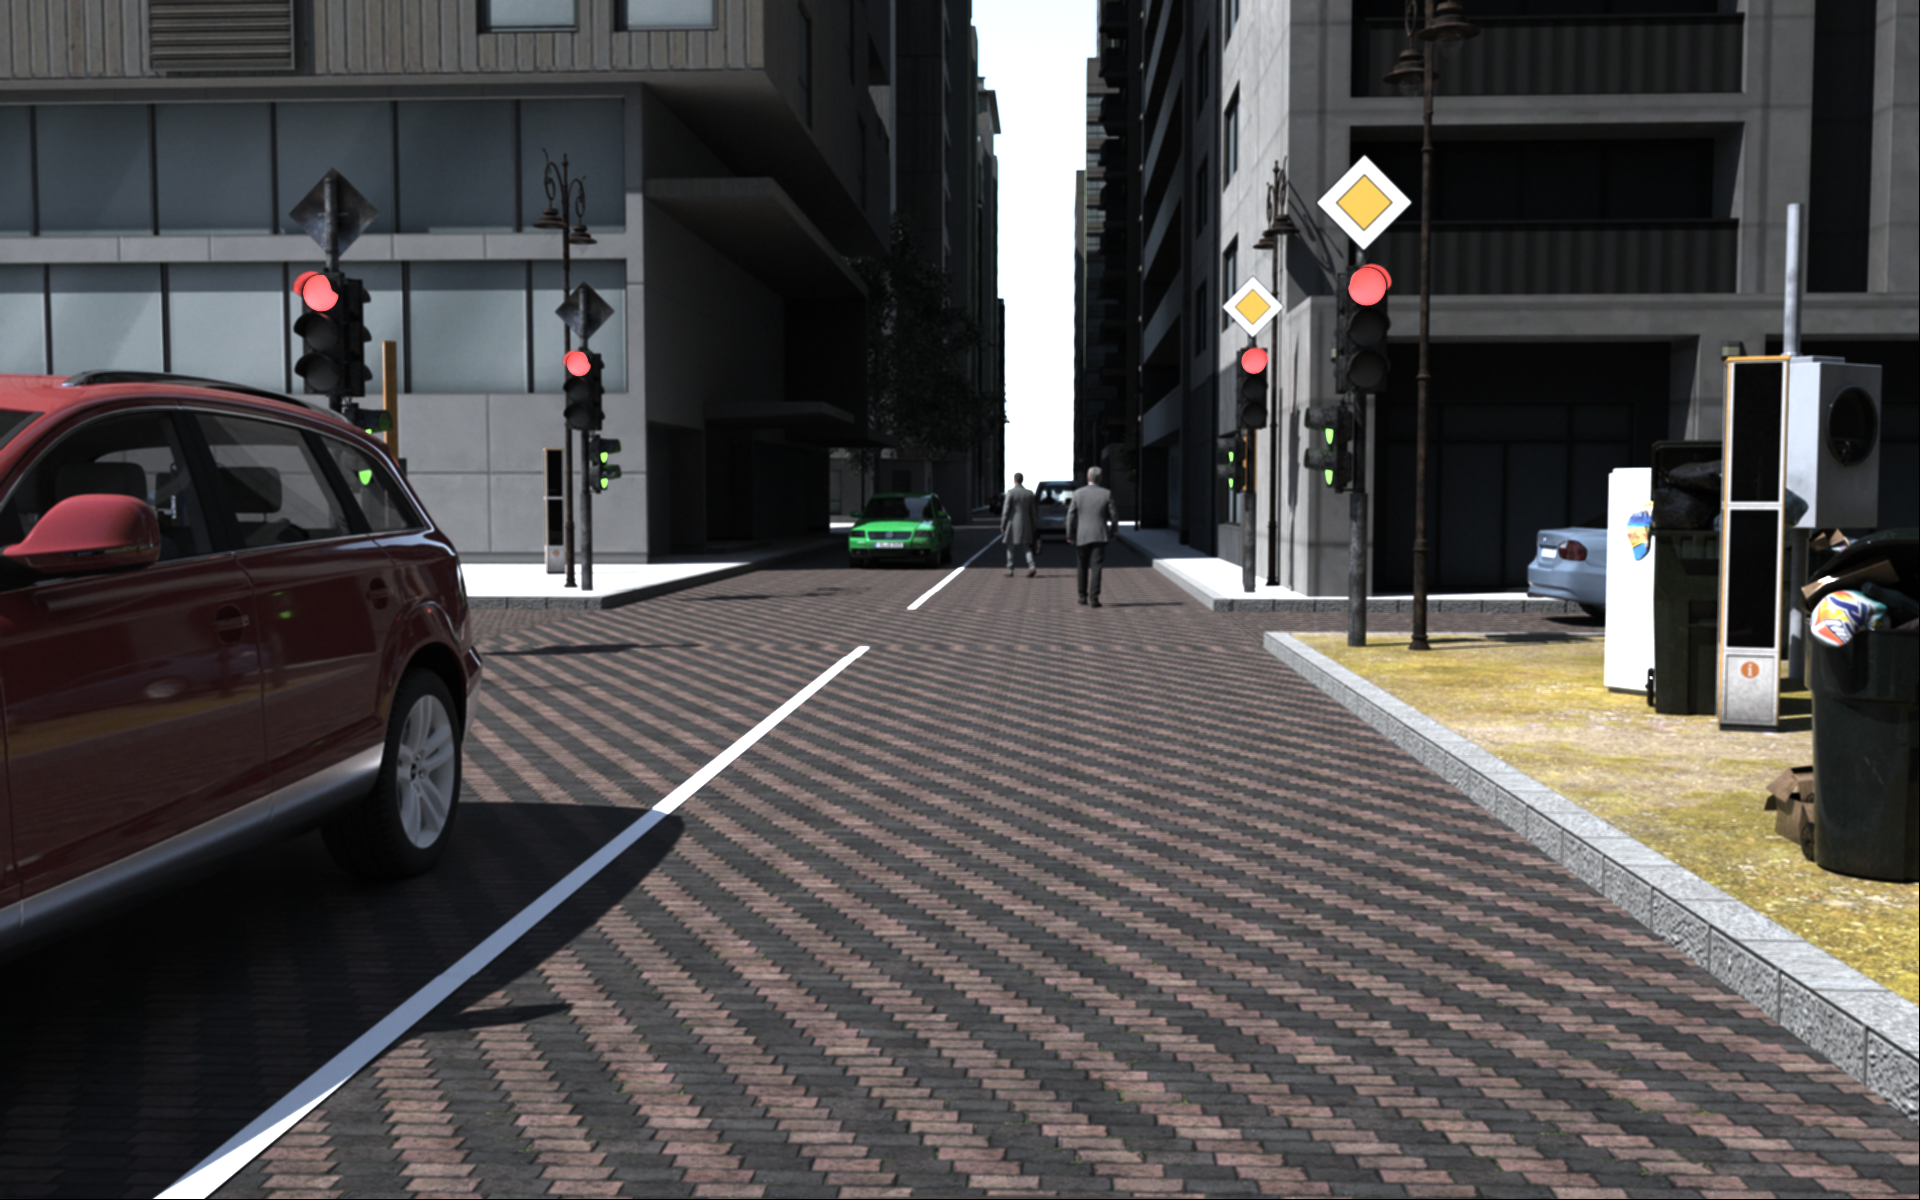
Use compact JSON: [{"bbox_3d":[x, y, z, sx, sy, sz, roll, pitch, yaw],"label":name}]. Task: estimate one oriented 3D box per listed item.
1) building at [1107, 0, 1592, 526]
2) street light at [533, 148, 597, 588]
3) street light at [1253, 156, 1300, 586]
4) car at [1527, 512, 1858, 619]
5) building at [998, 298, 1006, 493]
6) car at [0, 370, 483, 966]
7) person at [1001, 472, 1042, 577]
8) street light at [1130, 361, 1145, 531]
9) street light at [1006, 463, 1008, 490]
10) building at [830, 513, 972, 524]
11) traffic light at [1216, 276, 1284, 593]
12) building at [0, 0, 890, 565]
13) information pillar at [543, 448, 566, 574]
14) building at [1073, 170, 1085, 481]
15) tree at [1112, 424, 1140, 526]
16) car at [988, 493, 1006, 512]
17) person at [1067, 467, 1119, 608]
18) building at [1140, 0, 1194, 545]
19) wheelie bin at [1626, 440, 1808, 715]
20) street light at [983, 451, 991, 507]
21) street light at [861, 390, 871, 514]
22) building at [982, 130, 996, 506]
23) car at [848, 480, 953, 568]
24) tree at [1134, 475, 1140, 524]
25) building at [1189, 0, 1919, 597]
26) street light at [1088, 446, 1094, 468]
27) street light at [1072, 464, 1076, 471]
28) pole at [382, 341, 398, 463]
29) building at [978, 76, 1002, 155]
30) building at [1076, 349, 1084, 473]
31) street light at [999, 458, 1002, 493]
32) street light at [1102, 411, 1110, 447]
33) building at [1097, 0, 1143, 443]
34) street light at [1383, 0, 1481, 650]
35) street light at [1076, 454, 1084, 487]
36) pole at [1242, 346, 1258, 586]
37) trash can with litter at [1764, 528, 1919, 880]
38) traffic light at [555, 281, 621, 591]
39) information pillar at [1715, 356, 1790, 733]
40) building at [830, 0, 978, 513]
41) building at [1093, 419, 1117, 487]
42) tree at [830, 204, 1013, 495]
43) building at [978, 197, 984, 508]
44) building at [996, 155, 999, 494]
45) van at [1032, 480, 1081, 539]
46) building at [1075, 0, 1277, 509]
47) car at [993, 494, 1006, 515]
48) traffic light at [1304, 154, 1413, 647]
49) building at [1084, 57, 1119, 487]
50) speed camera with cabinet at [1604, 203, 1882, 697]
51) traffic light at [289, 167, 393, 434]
[{"bbox_3d":[17.655,-39.577,85.335,20.563,71.187,20.611,0,4,3],"label":"building"},{"bbox_3d":[-5.355,-3.111,23.655,0.468,5.910,1.993,0,4,3],"label":"street light"},{"bbox_3d":[4.382,-3.142,24.152,0.468,5.910,1.993,0,4,3],"label":"street light"},{"bbox_3d":[8.670,-0.439,19.182,4.499,1.417,2.014,0,4,3],"label":"car"},{"bbox_3d":[-0.762,-28.994,245.752,14.160,30.474,14.107,0,4,3],"label":"building"},{"bbox_3d":[-3.105,0.219,5.093,2.281,1.827,5.304,0,4,4],"label":"car"},{"bbox_3d":[1.022,-1.299,29.847,0.694,1.812,0.767,-2,4,-26],"label":"person"},{"bbox_3d":[6.171,-5.355,60.340,0.468,5.910,1.993,0,4,3],"label":"street light"},{"bbox_3d":[7.009,-17.330,256.126,0.468,5.910,1.993,0,4,3],"label":"street light"},{"bbox_3d":[-6.749,-24.308,81.031,14.154,41.232,14.086,0,4,3],"label":"building"},{"bbox_3d":[3.756,-2.052,22.471,0.839,4.253,0.868,0,4,3],"label":"traffic light"},{"bbox_3d":[-16.098,-27.734,42.685,28.713,52.752,27.495,0,4,3],"label":"building"},{"bbox_3d":[-6.513,-1.427,27.820,0.304,2.012,0.304,-1,4,-19],"label":"information pillar"},{"bbox_3d":[26.823,-37.998,244.972,21.300,48.544,21.600,0,4,3],"label":"building"},{"bbox_3d":[7.721,-5.216,69.003,4.285,4.588,4.351,0,3,0],"label":"tree"},{"bbox_3d":[3.304,-7.889,138.027,2.155,1.783,4.494,0,4,4],"label":"car"},{"bbox_3d":[1.694,-0.813,22.190,0.661,1.777,0.834,0,4,2],"label":"person"},{"bbox_3d":[16.786,-26.206,52.176,21.300,48.544,21.600,0,4,3],"label":"building"},{"bbox_3d":[4.420,-0.137,10.153,0.980,1.594,0.693,1,4,22],"label":"wheelie bin"},{"bbox_3d":[2.594,-12.238,172.872,0.468,5.910,1.993,0,4,3],"label":"street light"},{"bbox_3d":[-3.363,-5.329,59.916,0.468,5.910,1.993,0,4,3],"label":"street light"},{"bbox_3d":[-3.662,-30.922,189.174,14.154,41.232,14.086,0,4,3],"label":"building"},{"bbox_3d":[-1.155,-1.597,34.905,1.959,1.807,4.718,0,4,5],"label":"car"},{"bbox_3d":[8.167,-4.816,73.348,1.663,3.219,1.824,0,3,0],"label":"tree"},{"bbox_3d":[15.156,-36.133,29.023,20.611,71.187,20.563,0,4,3],"label":"building"},{"bbox_3d":[10.260,-9.970,135.789,0.468,5.910,1.993,0,4,3],"label":"street light"},{"bbox_3d":[14.750,-15.135,220.239,0.468,5.910,1.993,0,4,3],"label":"street light"},{"bbox_3d":[-7.620,-1.797,23.216,0.158,3.312,0.155,0,3,0],"label":"pole"},{"bbox_3d":[-9.333,-38.830,224.101,28.713,52.752,27.495,0,4,3],"label":"building"},{"bbox_3d":[28.791,-22.958,220.394,27.650,21.520,28.899,0,4,3],"label":"building"},{"bbox_3d":[5.142,-15.096,219.610,0.468,5.910,1.993,0,4,3],"label":"street light"},{"bbox_3d":[8.387,-7.745,99.418,0.468,5.910,1.993,0,4,3],"label":"street light"},{"bbox_3d":[20.225,-28.014,112.648,22.147,44.769,28.867,0,4,3],"label":"building"},{"bbox_3d":[3.790,-2.527,14.108,0.468,5.910,1.993,0,4,3],"label":"street light"},{"bbox_3d":[12.826,-12.922,184.058,0.468,5.910,1.993,0,4,3],"label":"street light"},{"bbox_3d":[4.009,-1.841,23.942,0.158,3.312,0.155,0,3,0],"label":"pole"},{"bbox_3d":[3.130,0.323,6.108,0.624,1.170,1.055,0,4,5],"label":"trash can with litter"},{"bbox_3d":[-4.944,-2.079,22.918,0.839,4.253,0.868,0,4,3],"label":"traffic light"},{"bbox_3d":[4.302,-0.301,9.413,0.304,2.012,0.304,1,4,20],"label":"information pillar"},{"bbox_3d":[-5.754,-28.348,147.087,14.154,41.232,14.086,0,4,3],"label":"building"},{"bbox_3d":[22.579,-50.692,141.478,22.319,86.520,31.000,0,4,3],"label":"building"},{"bbox_3d":[-3.180,-9.211,67.607,9.611,12.733,9.660,0,3,0],"label":"tree"},{"bbox_3d":[-5.046,-23.879,162.122,14.160,30.474,14.107,0,4,3],"label":"building"},{"bbox_3d":[-2.735,-31.788,203.321,14.154,41.232,14.086,0,4,3],"label":"building"},{"bbox_3d":[3.016,-2.808,52.922,2.013,2.044,4.112,0,4,3],"label":"van"},{"bbox_3d":[23.422,-46.249,194.420,20.563,71.187,20.611,0,4,3],"label":"building"},{"bbox_3d":[3.403,-6.731,121.856,2.131,1.459,4.920,0,4,4],"label":"car"},{"bbox_3d":[3.330,-1.564,14.497,0.839,4.253,0.868,0,4,3],"label":"traffic light"},{"bbox_3d":[18.925,-29.480,165.588,14.154,41.232,14.086,0,4,3],"label":"building"},{"bbox_3d":[5.197,-1.045,11.416,2.038,3.252,0.660,-2,4,-29],"label":"speed camera with cabinet"},{"bbox_3d":[-5.370,-1.592,14.945,0.839,4.253,0.868,0,4,3],"label":"traffic light"}]
